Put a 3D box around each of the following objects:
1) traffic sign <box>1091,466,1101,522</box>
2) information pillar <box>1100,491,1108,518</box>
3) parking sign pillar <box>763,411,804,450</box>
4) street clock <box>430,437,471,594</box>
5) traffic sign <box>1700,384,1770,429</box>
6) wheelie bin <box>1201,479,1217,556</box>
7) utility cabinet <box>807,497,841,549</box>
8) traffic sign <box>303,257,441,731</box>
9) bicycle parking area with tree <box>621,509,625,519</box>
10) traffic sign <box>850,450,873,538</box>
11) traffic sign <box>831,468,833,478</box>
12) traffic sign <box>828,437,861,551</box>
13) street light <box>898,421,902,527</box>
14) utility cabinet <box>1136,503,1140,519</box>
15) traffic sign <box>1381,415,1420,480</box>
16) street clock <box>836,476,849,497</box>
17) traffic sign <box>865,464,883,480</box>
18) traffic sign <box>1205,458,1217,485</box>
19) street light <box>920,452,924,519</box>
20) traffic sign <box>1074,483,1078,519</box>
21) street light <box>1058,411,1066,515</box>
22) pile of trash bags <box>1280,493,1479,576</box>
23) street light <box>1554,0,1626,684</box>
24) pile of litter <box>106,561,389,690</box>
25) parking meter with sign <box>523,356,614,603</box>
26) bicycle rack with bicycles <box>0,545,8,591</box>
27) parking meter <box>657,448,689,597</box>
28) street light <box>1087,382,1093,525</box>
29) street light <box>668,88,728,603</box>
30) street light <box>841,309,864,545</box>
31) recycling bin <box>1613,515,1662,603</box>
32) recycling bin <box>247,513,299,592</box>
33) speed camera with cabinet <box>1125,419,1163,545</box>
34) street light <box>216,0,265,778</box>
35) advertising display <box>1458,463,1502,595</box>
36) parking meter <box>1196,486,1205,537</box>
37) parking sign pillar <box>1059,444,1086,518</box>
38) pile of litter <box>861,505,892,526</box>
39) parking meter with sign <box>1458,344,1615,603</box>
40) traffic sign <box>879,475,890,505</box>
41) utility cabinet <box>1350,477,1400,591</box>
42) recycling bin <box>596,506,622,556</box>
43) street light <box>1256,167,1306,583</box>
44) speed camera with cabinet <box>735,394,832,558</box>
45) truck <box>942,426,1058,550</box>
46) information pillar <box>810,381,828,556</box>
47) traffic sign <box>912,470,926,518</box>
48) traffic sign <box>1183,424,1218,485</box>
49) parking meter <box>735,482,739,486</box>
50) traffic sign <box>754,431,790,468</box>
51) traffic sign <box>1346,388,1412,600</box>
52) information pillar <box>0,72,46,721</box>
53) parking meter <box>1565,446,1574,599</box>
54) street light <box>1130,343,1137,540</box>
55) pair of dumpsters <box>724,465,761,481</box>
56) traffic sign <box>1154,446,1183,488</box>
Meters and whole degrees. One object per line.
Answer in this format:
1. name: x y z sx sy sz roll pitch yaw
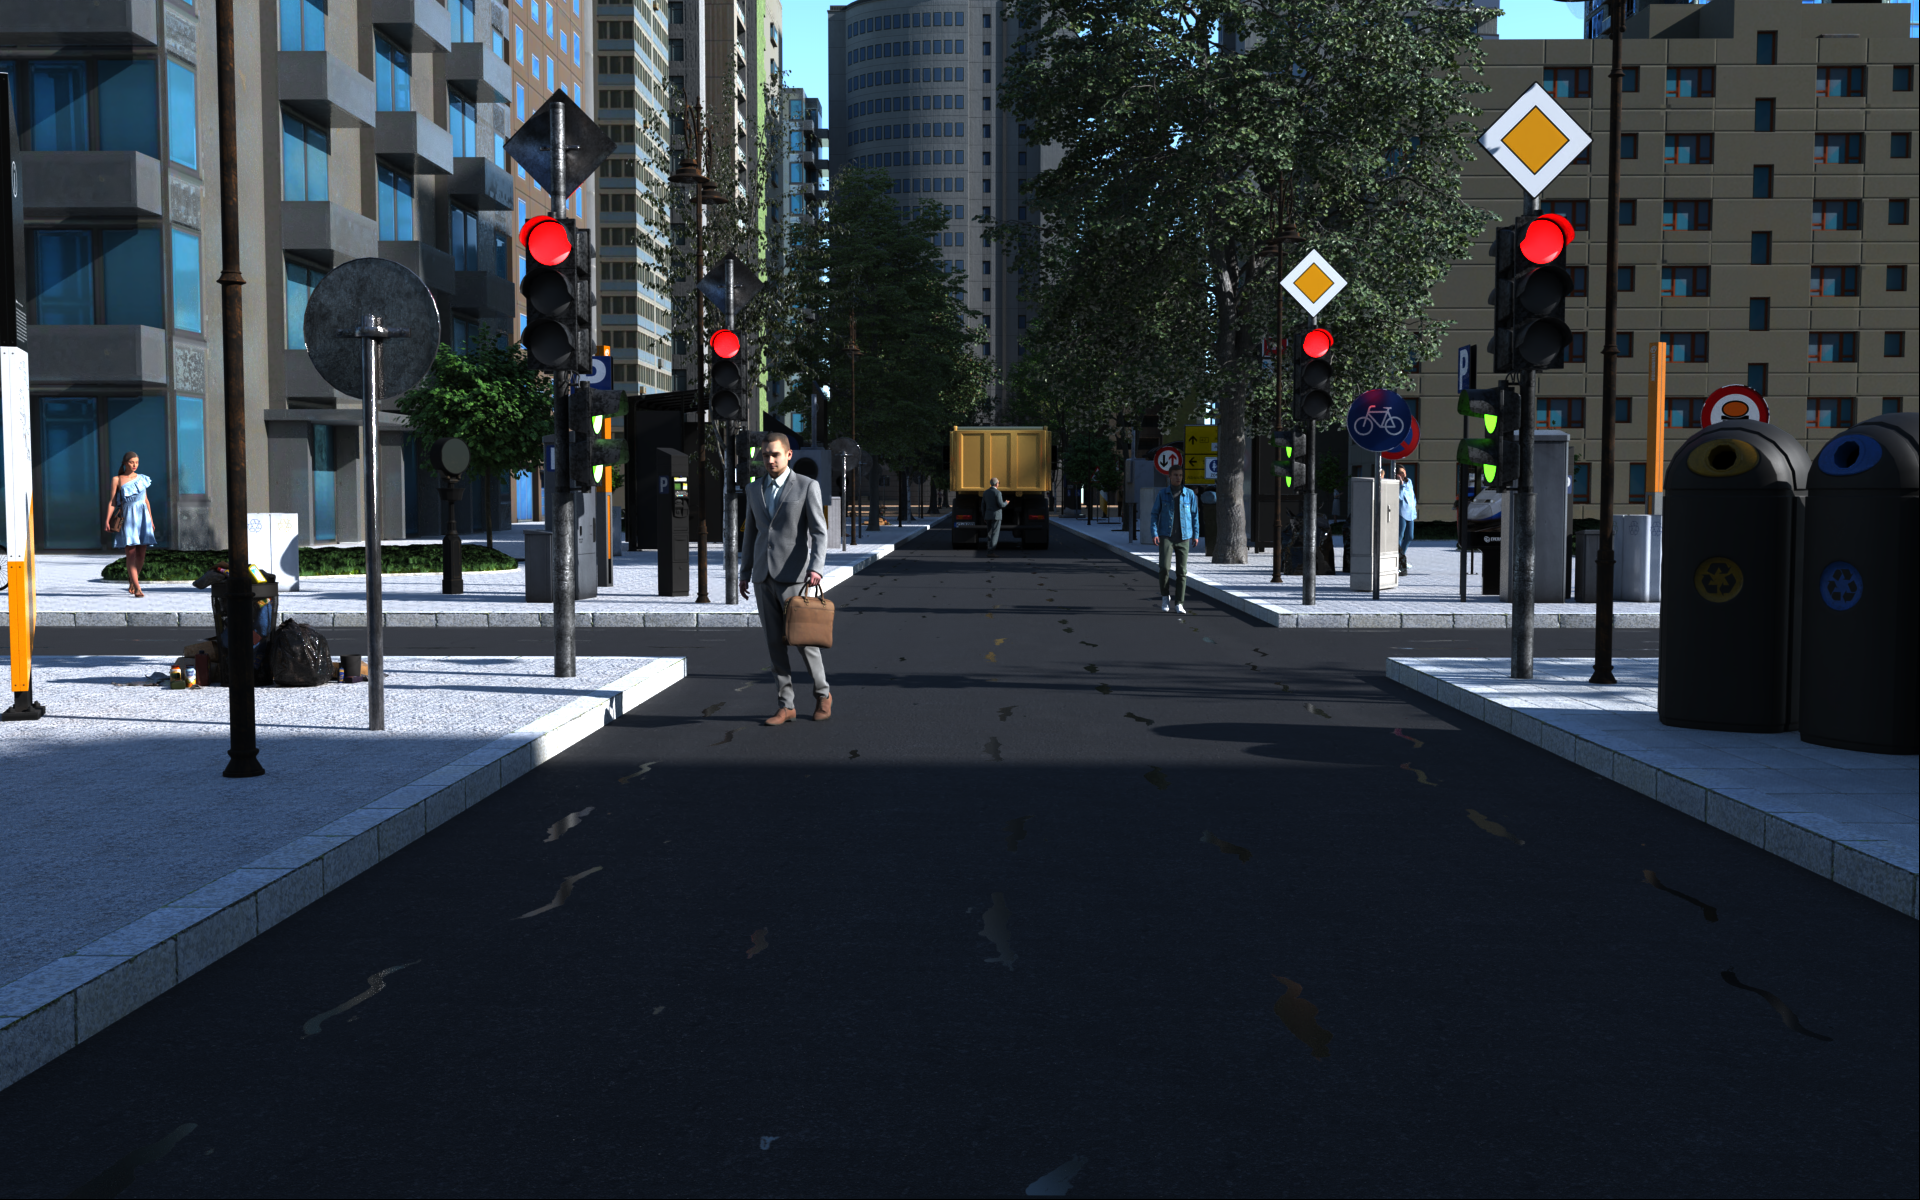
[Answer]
1. traffic sign: 6.300 -4.853 79.350 0.884 2.594 0.081 0 4 3
2. information pillar: 7.727 -6.218 93.026 0.183 3.616 0.504 -3 5 -43
3. parking sign pillar: -5.679 -4.114 55.729 1.447 3.967 1.447 0 4 -4
4. street clock: -6.517 -1.078 22.195 0.358 2.002 0.471 2 4 35
5. traffic sign: 8.998 -1.229 20.197 0.768 2.556 0.104 0 4 7
6. wheelie bin: 5.358 -1.703 35.750 0.693 1.594 0.980 2 4 24
7. utility cabinet: -3.334 -1.817 40.865 1.020 1.237 0.306 0 4 -8
8. traffic sign: -3.175 -0.565 9.350 0.768 2.556 0.104 0 4 6
9. bicycle parking area with tree: -13.248 -5.261 73.026 9.016 4.147 8.231 1 4 10
10. traffic sign: -2.897 -3.055 50.054 0.768 2.556 0.104 0 4 8
11. traffic sign: -5.736 -4.462 73.057 0.768 2.556 0.104 0 4 6
12. traffic sign: -2.598 -2.365 38.781 0.768 2.556 0.104 0 4 2
13. street light: -2.321 -5.763 67.008 0.468 5.910 1.993 0 4 1
14. utility cabinet: 9.022 -4.822 90.004 1.020 1.237 0.306 2 4 27
15. traffic sign: 6.465 -1.577 25.885 0.768 2.556 0.104 0 4 7
16. street clock: -4.591 -3.865 67.771 0.471 2.002 0.358 -2 4 -24
17. traffic sign: -3.433 -4.161 68.145 0.768 2.556 0.104 0 4 5
18. traffic sign: 7.090 -2.808 48.045 0.606 2.300 0.079 0 4 8
19. street light: -1.994 -7.210 90.673 0.468 5.910 1.993 0 4 1
20. traffic sign: 5.917 -5.360 87.735 0.768 2.556 0.104 0 4 7
21. street light: 5.611 -7.459 94.735 0.468 5.910 1.993 0 4 1
22. pile of trash bags: 6.759 -1.101 27.762 3.447 1.369 1.912 1 4 15
23. street light: 4.372 -2.374 11.600 0.468 5.910 1.993 0 4 1
24. pile of litter: -4.858 0.129 11.858 1.719 0.858 1.176 1 4 9
25. parking meter with sign: -4.792 -1.523 21.154 0.543 3.016 1.738 1 4 10
26. bicycle rack with bicycles: -14.249 -0.557 22.486 2.925 0.926 2.852 2 4 27
27. parking meter: -3.601 -0.981 21.753 0.255 1.863 0.399 -3 5 -43
28. street light: 5.351 -6.048 71.673 0.468 5.910 1.993 0 4 1
29. street light: -3.040 -2.905 20.291 0.468 5.910 1.993 0 4 1
30. street light: -2.678 -4.316 43.352 0.468 5.910 1.993 0 4 1
31. recycling bin: 8.282 -0.508 20.859 0.722 1.027 0.722 -1 4 -18
32. recycling bin: -9.169 -0.629 22.838 0.722 1.027 0.722 -2 4 -33
33. speed camera with cabinet: 4.868 -3.066 44.472 0.660 3.252 2.038 -1 4 -16
34. street light: -3.272 -2.137 7.734 0.468 5.910 1.993 0 4 1
35. advertising display: 6.826 -1.025 21.965 0.974 1.923 0.123 1 4 9
36. parking meter: 7.153 -2.646 51.669 0.372 1.533 0.369 0 3 0
37. parking sign pillar: 5.990 -6.349 92.277 1.447 3.967 1.447 -1 4 -23
38. pile of litter: -3.432 -3.501 71.211 1.176 0.858 1.719 -2 4 -30
39. parking meter with sign: 6.800 -1.479 20.436 1.738 3.016 0.543 0 4 2
40. traffic sign: -4.106 -5.605 93.773 0.606 2.300 0.079 1 4 10
41. utility cabinet: 5.559 -0.885 23.141 0.318 1.500 1.173 2 4 31
42. recycling bin: -7.475 -1.427 35.886 0.722 1.027 0.722 -2 4 -33
43. street light: 4.595 -3.191 24.956 0.468 5.910 1.993 0 4 1
44. speed camera with cabinet: -3.602 -2.451 34.405 2.038 3.252 0.660 1 4 18
45. truck: 1.121 -3.209 48.393 3.469 3.379 9.791 0 4 1
46. information pillar: -2.891 -2.715 35.738 0.183 3.616 0.504 -2 4 -35
47. traffic sign: -2.170 -5.620 91.992 0.768 2.556 0.104 1 4 9
48. traffic sign: 7.660 -3.468 50.574 2.265 3.308 0.079 0 4 5
49. parking meter: -4.768 -1.749 37.012 0.372 1.533 0.369 0 3 0
50. traffic sign: -3.887 -2.182 35.677 0.884 2.594 0.081 1 4 9
51. traffic sign: 5.057 -1.276 20.974 0.768 2.556 0.104 1 4 10
52. information pillar: -5.411 -1.136 9.923 0.183 3.616 0.504 -1 4 -21
53. parking meter: 7.291 -0.947 21.195 0.399 1.863 0.255 -3 4 -38
54. street light: 4.849 -4.601 48.018 0.468 5.910 1.993 0 4 1
55. pair of dumpsters: -6.515 -2.936 50.496 1.574 2.255 4.437 0 4 1
56. traffic sign: 5.536 -2.813 46.097 0.768 2.556 0.104 0 4 6
